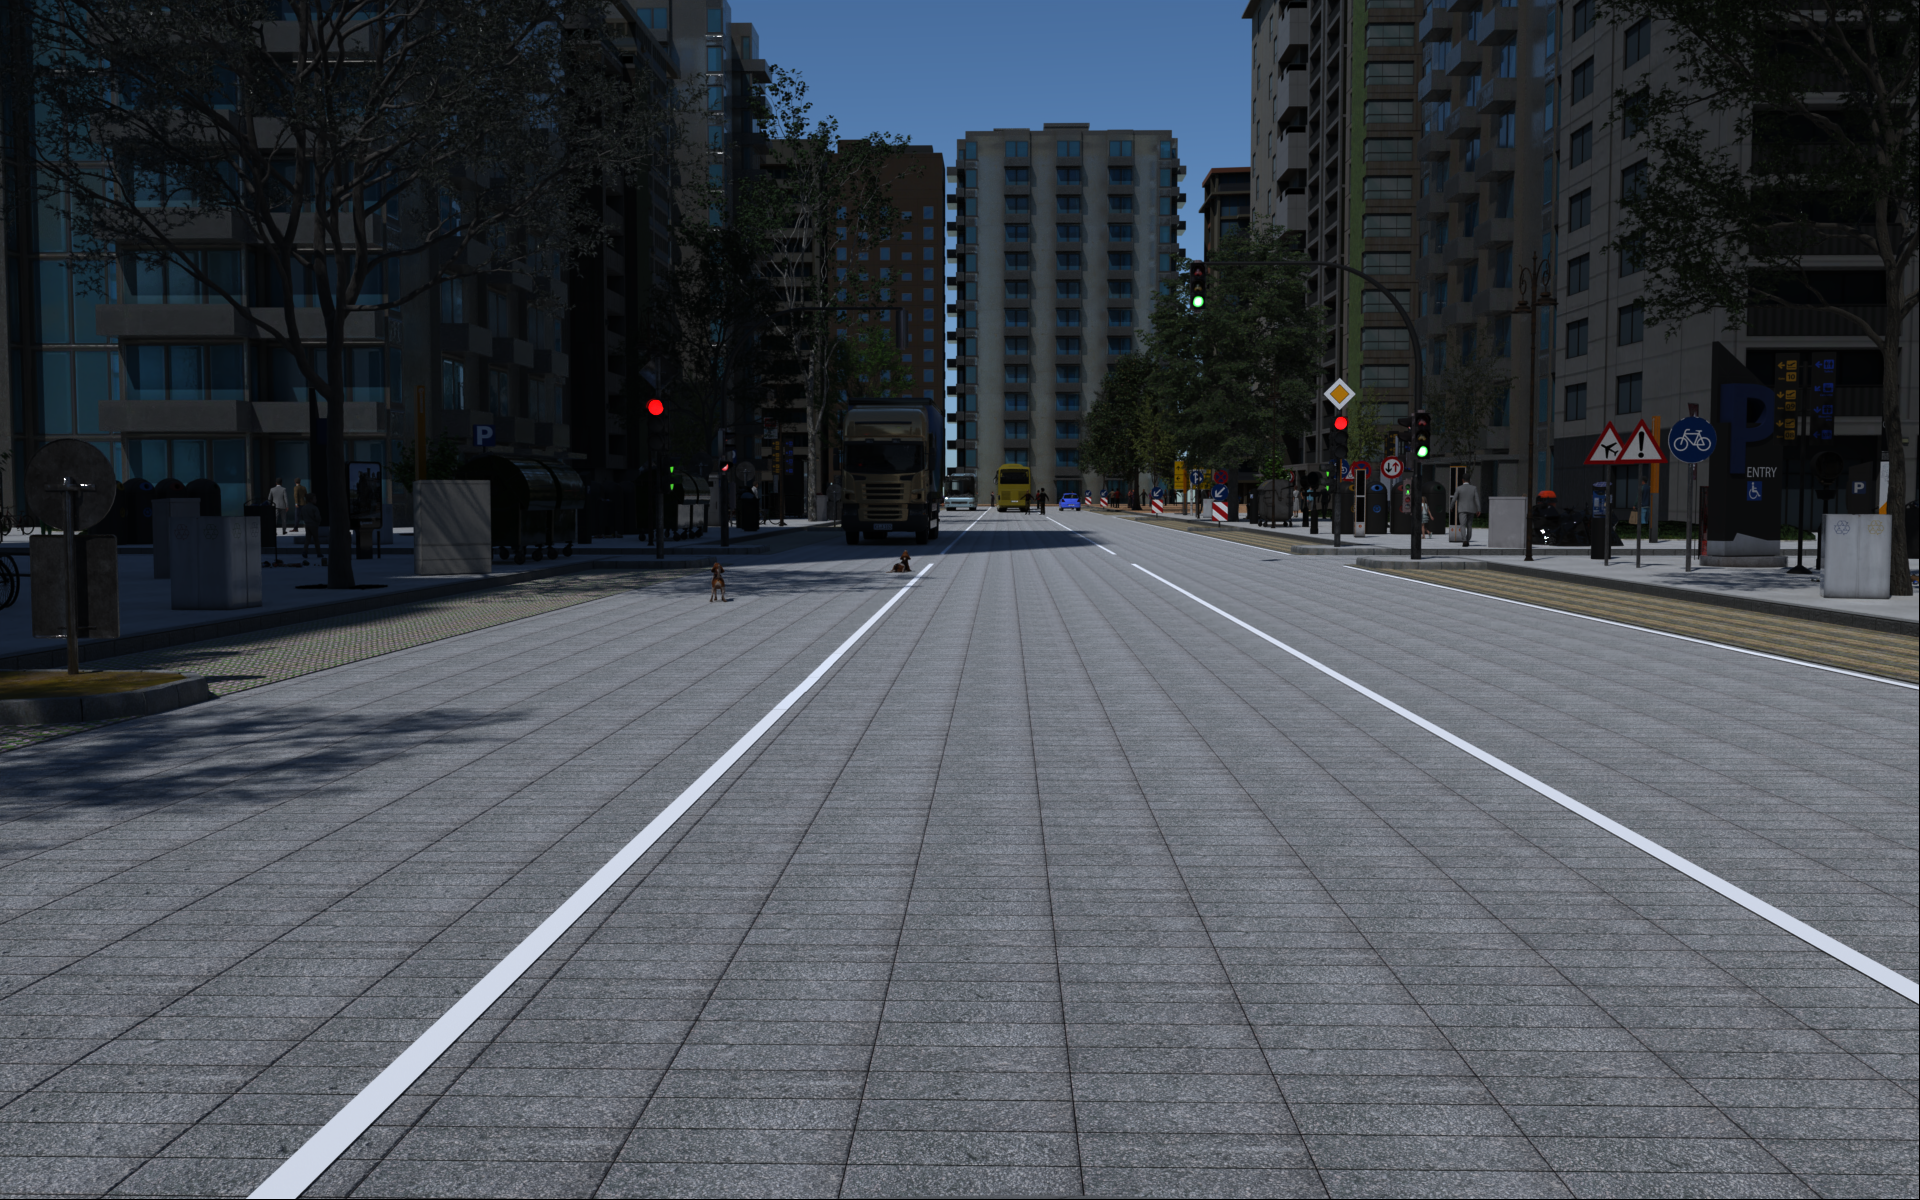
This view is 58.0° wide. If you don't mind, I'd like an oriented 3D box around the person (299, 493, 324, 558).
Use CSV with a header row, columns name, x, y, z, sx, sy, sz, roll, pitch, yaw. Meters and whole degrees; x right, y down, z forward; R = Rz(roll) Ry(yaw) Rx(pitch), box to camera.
name,x,y,z,sx,sy,sz,roll,pitch,yaw
person,-13.038,-1.496,34.775,0.475,1.303,0.640,0,4,7

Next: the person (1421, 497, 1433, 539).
name,x,y,z,sx,sy,sz,roll,pitch,yaw
person,13.258,-2.346,49.421,0.382,1.210,0.505,3,5,41

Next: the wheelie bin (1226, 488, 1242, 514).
name,x,y,z,sx,sy,sz,roll,pitch,yaw
wheelie bin,13.356,-4.722,85.112,0.980,1.594,0.693,1,4,15

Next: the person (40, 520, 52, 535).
name,x,y,z,sx,sy,sz,roll,pitch,yaw
person,-23.814,-2.129,45.094,0.306,1.304,0.590,-3,4,-37

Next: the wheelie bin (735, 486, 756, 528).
name,x,y,z,sx,sy,sz,roll,pitch,yaw
wheelie bin,-8.073,-3.498,65.102,0.980,1.594,0.693,3,5,43

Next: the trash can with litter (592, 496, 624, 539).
name,x,y,z,sx,sy,sz,roll,pitch,yaw
trash can with litter,-10.695,-2.401,50.307,2.233,1.210,1.678,-2,4,-28

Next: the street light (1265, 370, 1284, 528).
name,x,y,z,sx,sy,sz,roll,pitch,yaw
street light,11.744,-5.626,64.777,0.468,5.910,1.993,0,4,1

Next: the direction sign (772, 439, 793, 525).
name,x,y,z,sx,sy,sz,roll,pitch,yaw
direction sign,-7.250,-4.821,70.814,0.876,3.537,0.379,0,4,-2

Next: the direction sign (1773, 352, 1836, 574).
name,x,y,z,sx,sy,sz,roll,pitch,yaw
direction sign,13.544,-2.192,27.837,0.876,3.537,0.379,1,4,19

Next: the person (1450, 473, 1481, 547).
name,x,y,z,sx,sy,sz,roll,pitch,yaw
person,12.358,-2.202,42.318,0.678,1.792,0.850,0,4,7

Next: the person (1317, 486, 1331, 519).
name,x,y,z,sx,sy,sz,roll,pitch,yaw
person,18.902,-5.132,89.728,0.659,1.850,0.755,1,4,22

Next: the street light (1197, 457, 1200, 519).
name,x,y,z,sx,sy,sz,roll,pitch,yaw
street light,12.457,-7.185,90.268,0.468,5.910,1.993,0,4,1

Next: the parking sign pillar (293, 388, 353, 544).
name,x,y,z,sx,sy,sz,roll,pitch,yaw
parking sign pillar,-16.480,-3.439,44.705,1.447,3.967,1.447,-1,4,-15

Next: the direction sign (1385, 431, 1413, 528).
name,x,y,z,sx,sy,sz,roll,pitch,yaw
direction sign,15.794,-4.286,62.073,0.876,3.537,0.379,0,4,5

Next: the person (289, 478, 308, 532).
name,x,y,z,sx,sy,sz,roll,pitch,yaw
person,-22.399,-3.240,58.921,0.836,1.842,0.656,-1,4,-14

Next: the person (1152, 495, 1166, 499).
name,x,y,z,sx,sy,sz,roll,pitch,yaw
person,19.188,-9.859,167.194,1.348,1.831,0.705,-1,4,-9

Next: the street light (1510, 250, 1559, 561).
name,x,y,z,sx,sy,sz,roll,pitch,yaw
street light,10.922,-3.687,33.077,0.468,5.910,1.993,0,4,1

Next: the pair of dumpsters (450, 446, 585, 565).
name,x,y,z,sx,sy,sz,roll,pitch,yaw
pair of dumpsters,-8.476,-1.887,33.344,1.574,2.255,4.437,0,4,1

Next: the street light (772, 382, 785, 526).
name,x,y,z,sx,sy,sz,roll,pitch,yaw
street light,-7.086,-5.857,68.543,0.468,5.910,1.993,0,4,1

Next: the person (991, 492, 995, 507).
name,x,y,z,sx,sy,sz,roll,pitch,yaw
person,3.636,-11.224,192.816,0.445,1.727,0.742,1,4,13

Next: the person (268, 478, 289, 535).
name,x,y,z,sx,sy,sz,roll,pitch,yaw
person,-21.438,-2.948,54.510,0.678,1.792,0.850,0,4,-6

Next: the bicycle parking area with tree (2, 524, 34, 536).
name,x,y,z,sx,sy,sz,roll,pitch,yaw
bicycle parking area with tree,-33.021,-3.927,51.209,8.231,4.147,9.016,1,4,14

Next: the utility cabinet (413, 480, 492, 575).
name,x,y,z,sx,sy,sz,roll,pitch,yaw
utility cabinet,-8.090,-1.157,27.593,1.173,1.500,0.318,-3,5,-41

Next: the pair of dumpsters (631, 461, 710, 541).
name,x,y,z,sx,sy,sz,roll,pitch,yaw
pair of dumpsters,-8.153,-2.835,48.852,1.574,2.255,4.437,0,4,2

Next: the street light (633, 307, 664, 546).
name,x,y,z,sx,sy,sz,roll,pitch,yaw
street light,-7.689,-4.288,42.897,0.468,5.910,1.993,0,4,1

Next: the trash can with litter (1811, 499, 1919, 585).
name,x,y,z,sx,sy,sz,roll,pitch,yaw
trash can with litter,13.603,-0.871,25.296,2.233,1.210,1.678,1,4,13

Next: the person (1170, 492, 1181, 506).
name,x,y,z,sx,sy,sz,roll,pitch,yaw
person,23.116,-10.942,185.763,1.217,1.723,0.721,0,4,-6

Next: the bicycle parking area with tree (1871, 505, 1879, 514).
name,x,y,z,sx,sy,sz,roll,pitch,yaw
bicycle parking area with tree,54.509,-6.437,92.249,8.231,4.147,9.016,0,4,-5

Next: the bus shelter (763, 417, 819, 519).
name,x,y,z,sx,sy,sz,roll,pitch,yaw
bus shelter,-9.107,-7.062,93.103,2.179,5.291,8.768,0,4,1

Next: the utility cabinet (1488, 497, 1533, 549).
name,x,y,z,sx,sy,sz,roll,pitch,yaw
utility cabinet,13.099,-1.839,41.222,0.306,1.237,1.020,-3,4,-38

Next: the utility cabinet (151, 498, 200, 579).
name,x,y,z,sx,sy,sz,roll,pitch,yaw
utility cabinet,-12.094,-0.953,26.744,0.306,1.237,1.020,0,4,1

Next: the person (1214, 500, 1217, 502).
name,x,y,z,sx,sy,sz,roll,pitch,yaw
person,13.034,-4.925,86.840,0.850,1.792,0.678,0,4,1

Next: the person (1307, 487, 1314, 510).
name,x,y,z,sx,sy,sz,roll,pitch,yaw
person,21.376,-6.106,105.738,0.638,1.841,0.748,-1,4,-16

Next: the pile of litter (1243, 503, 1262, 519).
name,x,y,z,sx,sy,sz,roll,pitch,yaw
pile of litter,15.081,-4.562,88.559,1.176,0.858,1.719,0,4,4

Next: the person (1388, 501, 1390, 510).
name,x,y,z,sx,sy,sz,roll,pitch,yaw
person,25.108,-5.806,100.883,0.656,1.842,0.836,2,4,29

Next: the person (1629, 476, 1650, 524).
name,x,y,z,sx,sy,sz,roll,pitch,yaw
person,20.630,-2.832,52.338,0.794,1.824,0.713,0,4,-2

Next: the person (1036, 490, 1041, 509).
name,x,y,z,sx,sy,sz,roll,pitch,yaw
person,7.597,-9.698,167.008,0.705,1.831,1.348,-2,4,-25

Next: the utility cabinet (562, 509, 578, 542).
name,x,y,z,sx,sy,sz,roll,pitch,yaw
utility cabinet,-10.506,-2.262,45.670,0.318,1.500,1.173,-3,5,-45

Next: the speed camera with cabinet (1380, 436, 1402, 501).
name,x,y,z,sx,sy,sz,roll,pitch,yaw
speed camera with cabinet,15.052,-3.991,59.597,0.660,3.252,2.038,2,4,33

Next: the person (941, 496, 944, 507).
name,x,y,z,sx,sy,sz,roll,pitch,yaw
person,-1.734,-9.924,173.983,0.421,1.427,0.697,-1,4,-22

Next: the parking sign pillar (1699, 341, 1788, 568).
name,x,y,z,sx,sy,sz,roll,pitch,yaw
parking sign pillar,13.973,-2.588,30.778,1.447,3.967,1.447,-1,4,-21

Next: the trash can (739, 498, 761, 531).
name,x,y,z,sx,sy,sz,roll,pitch,yaw
trash can,-7.222,-2.939,59.708,0.748,1.137,0.748,0,3,0

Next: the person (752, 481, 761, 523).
name,x,y,z,sx,sy,sz,roll,pitch,yaw
person,-9.088,-4.281,75.881,0.795,1.843,0.661,0,4,3

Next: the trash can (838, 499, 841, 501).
name,x,y,z,sx,sy,sz,roll,pitch,yaw
trash can,-7.507,-5.744,105.562,0.748,1.137,0.748,0,3,0

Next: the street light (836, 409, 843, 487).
name,x,y,z,sx,sy,sz,roll,pitch,yaw
street light,-6.424,-7.416,94.035,0.468,5.910,1.993,0,4,1

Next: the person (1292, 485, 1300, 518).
name,x,y,z,sx,sy,sz,roll,pitch,yaw
person,18.232,-5.362,94.285,0.480,1.755,0.524,-2,4,-33

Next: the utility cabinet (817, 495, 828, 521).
name,x,y,z,sx,sy,sz,roll,pitch,yaw
utility cabinet,-6.702,-4.332,81.984,0.306,1.237,1.020,3,5,43

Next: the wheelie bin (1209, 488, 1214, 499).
name,x,y,z,sx,sy,sz,roll,pitch,yaw
wheelie bin,14.487,-5.498,97.798,0.980,1.594,0.693,2,4,26

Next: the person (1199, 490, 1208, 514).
name,x,y,z,sx,sy,sz,roll,pitch,yaw
person,15.776,-6.540,112.751,0.755,1.850,0.659,0,4,0

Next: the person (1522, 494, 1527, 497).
name,x,y,z,sx,sy,sz,roll,pitch,yaw
person,23.821,-3.860,73.425,0.425,1.301,0.394,-1,4,-20

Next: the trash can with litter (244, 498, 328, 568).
name,x,y,z,sx,sy,sz,roll,pitch,yaw
trash can with litter,-11.890,-1.189,30.496,2.233,1.210,1.678,-2,4,-26

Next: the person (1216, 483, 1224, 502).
name,x,y,z,sx,sy,sz,roll,pitch,yaw
person,12.178,-4.591,81.380,0.520,1.790,0.573,3,5,45

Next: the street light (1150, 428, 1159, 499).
name,x,y,z,sx,sy,sz,roll,pitch,yaw
street light,13.012,-8.745,115.764,0.468,5.910,1.993,0,4,1

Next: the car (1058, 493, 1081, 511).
name,x,y,z,sx,sy,sz,roll,pitch,yaw
car,9.354,-8.445,147.672,1.945,1.707,3.694,0,4,0

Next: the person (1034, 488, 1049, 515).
name,x,y,z,sx,sy,sz,roll,pitch,yaw
person,5.674,-6.803,119.364,1.348,1.869,0.705,-3,5,-39

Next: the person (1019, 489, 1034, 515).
name,x,y,z,sx,sy,sz,roll,pitch,yaw
person,4.690,-6.850,121.017,1.217,1.766,0.721,-2,4,-24

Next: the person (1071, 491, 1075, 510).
name,x,y,z,sx,sy,sz,roll,pitch,yaw
person,10.291,-9.164,159.114,0.721,1.735,1.217,1,4,18
